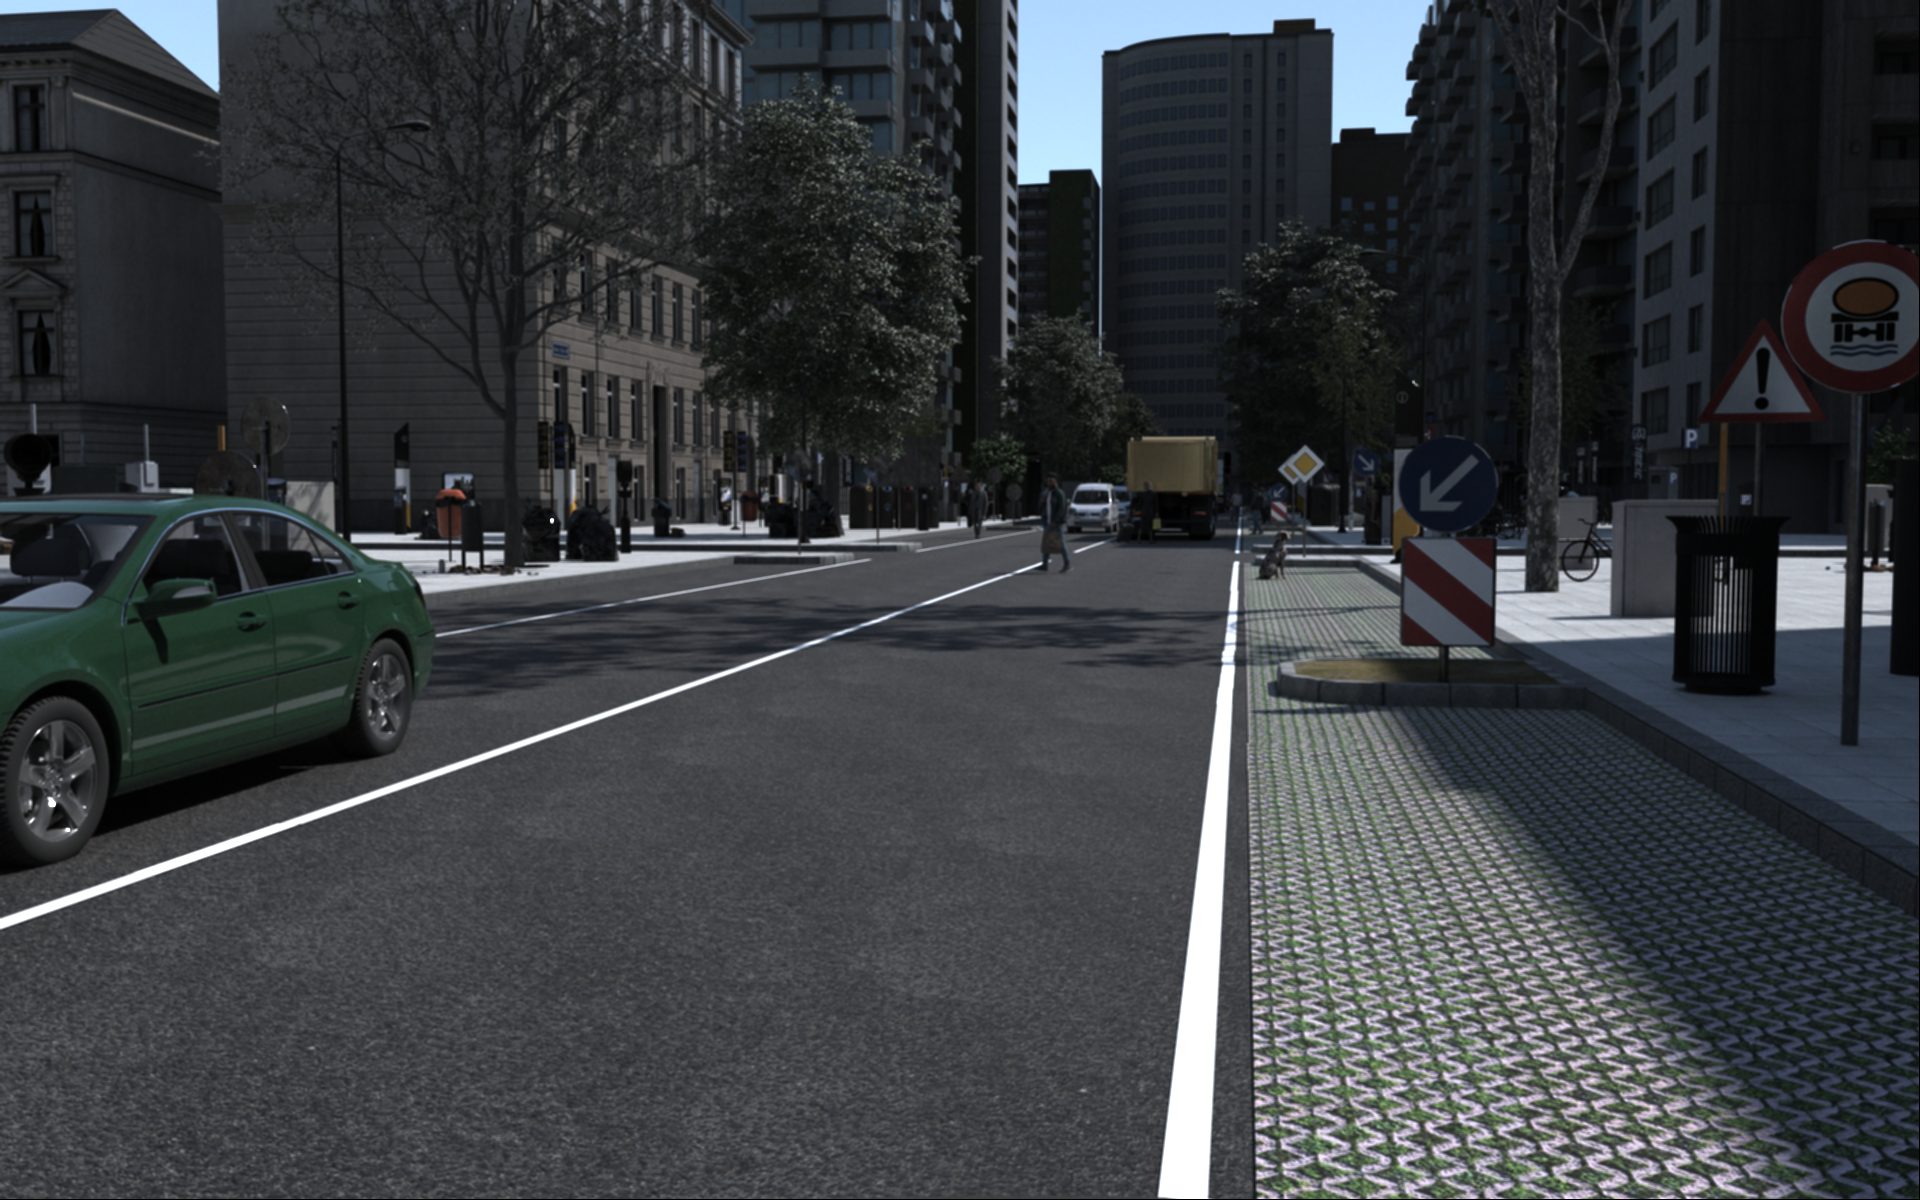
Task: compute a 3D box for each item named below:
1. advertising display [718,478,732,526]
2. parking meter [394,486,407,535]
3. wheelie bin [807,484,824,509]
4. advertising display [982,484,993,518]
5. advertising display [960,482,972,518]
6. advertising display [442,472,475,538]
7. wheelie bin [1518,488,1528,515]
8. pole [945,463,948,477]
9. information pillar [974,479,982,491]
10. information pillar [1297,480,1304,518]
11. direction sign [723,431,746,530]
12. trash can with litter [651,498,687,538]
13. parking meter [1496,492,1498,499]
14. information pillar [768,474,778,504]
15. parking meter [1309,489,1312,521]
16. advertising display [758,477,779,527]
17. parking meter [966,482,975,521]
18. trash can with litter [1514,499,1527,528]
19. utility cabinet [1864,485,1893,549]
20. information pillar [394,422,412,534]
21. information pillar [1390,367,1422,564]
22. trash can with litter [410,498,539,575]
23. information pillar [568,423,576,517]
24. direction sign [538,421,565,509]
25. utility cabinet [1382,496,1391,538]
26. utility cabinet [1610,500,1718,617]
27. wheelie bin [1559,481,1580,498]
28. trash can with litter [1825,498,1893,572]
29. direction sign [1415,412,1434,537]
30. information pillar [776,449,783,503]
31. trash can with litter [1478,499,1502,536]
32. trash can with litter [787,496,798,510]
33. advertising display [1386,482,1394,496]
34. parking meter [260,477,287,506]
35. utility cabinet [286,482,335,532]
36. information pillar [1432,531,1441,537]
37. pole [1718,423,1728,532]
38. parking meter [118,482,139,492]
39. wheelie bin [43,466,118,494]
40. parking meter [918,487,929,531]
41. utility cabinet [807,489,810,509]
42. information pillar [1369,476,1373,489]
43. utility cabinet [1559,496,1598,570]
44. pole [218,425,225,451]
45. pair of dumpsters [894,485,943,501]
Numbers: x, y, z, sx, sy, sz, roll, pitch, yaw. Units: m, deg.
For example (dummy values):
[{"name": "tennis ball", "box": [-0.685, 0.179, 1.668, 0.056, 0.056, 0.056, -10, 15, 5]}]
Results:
[{"name": "advertising display", "box": [-9.495, -3.959, 69.943, 0.123, 1.923, 0.974, 1, 4, 20]}, {"name": "parking meter", "box": [-17.668, -2.829, 54.671, 0.372, 1.533, 0.369, 0, 3, 0]}, {"name": "wheelie bin", "box": [-4.589, -2.978, 56.603, 0.693, 1.594, 0.980, 3, 4, 36]}, {"name": "advertising display", "box": [1.452, -5.346, 92.628, 0.974, 1.923, 0.123, 3, 4, 37]}, {"name": "advertising display", "box": [0.505, -5.396, 93.443, 0.974, 1.923, 0.123, 0, 4, -1]}, {"name": "advertising display", "box": [-14.747, -2.798, 50.953, 0.974, 1.923, 0.123, -3, 5, -41]}, {"name": "wheelie bin", "box": [29.617, -5.071, 90.813, 0.693, 1.594, 0.980, 1, 4, 20]}, {"name": "pole", "box": [-0.905, -7.323, 113.582, 0.158, 3.312, 0.155, 0, 3, 0]}, {"name": "information pillar", "box": [0.854, -4.740, 81.996, 0.304, 2.012, 0.304, -1, 4, -10]}, {"name": "information pillar", "box": [18.438, -6.239, 93.364, 0.504, 3.616, 0.183, -1, 4, -11]}, {"name": "direction sign", "box": [-8.061, -4.286, 62.078, 0.876, 3.537, 0.379, -2, 4, -33]}, {"name": "trash can with litter", "box": [-8.566, -2.428, 51.086, 1.055, 1.170, 0.624, 1, 4, 20]}, {"name": "parking meter", "box": [25.166, -4.641, 81.589, 0.255, 1.863, 0.399, 1, 4, 11]}, {"name": "information pillar", "box": [-6.948, -3.671, 64.505, 0.304, 2.012, 0.304, 0, 4, 7]}, {"name": "parking meter", "box": [16.733, -4.505, 82.073, 0.372, 1.533, 0.369, 0, 3, 0]}, {"name": "advertising display", "box": [-7.436, -3.796, 67.279, 0.123, 1.923, 0.974, 3, 5, 42]}, {"name": "parking meter", "box": [0.492, -4.640, 81.571, 0.399, 1.863, 0.255, 0, 3, 0]}, {"name": "trash can with litter", "box": [21.294, -3.288, 65.141, 1.055, 1.170, 0.624, -2, 4, -31]}, {"name": "utility cabinet", "box": [21.085, -1.922, 40.101, 1.173, 1.500, 0.318, -2, 4, -27]}, {"name": "information pillar", "box": [-18.072, -3.964, 56.171, 0.183, 3.616, 0.504, 3, 5, 44]}, {"name": "information pillar", "box": [8.226, -2.481, 31.913, 0.504, 3.616, 0.183, 2, 4, 33]}, {"name": "trash can with litter", "box": [-7.704, -1.027, 27.851, 2.233, 1.210, 1.678, 3, 5, 40]}, {"name": "information pillar", "box": [-12.858, -4.042, 57.446, 0.183, 3.616, 0.504, 0, 4, 4]}, {"name": "direction sign", "box": [-12.719, -3.790, 53.965, 0.876, 3.537, 0.379, 1, 4, 12]}, {"name": "utility cabinet", "box": [12.737, -2.408, 50.537, 1.020, 1.237, 0.306, 3, 4, 38]}, {"name": "utility cabinet", "box": [7.390, -0.431, 18.203, 1.020, 1.237, 0.306, 0, 4, -6]}, {"name": "wheelie bin", "box": [14.323, -2.052, 41.452, 0.980, 1.594, 0.693, 1, 4, 22]}, {"name": "trash can with litter", "box": [15.483, -1.103, 29.090, 1.678, 1.210, 2.233, 2, 4, 24]}, {"name": "direction sign", "box": [12.560, -3.403, 47.629, 0.876, 3.537, 0.379, 1, 4, 10]}, {"name": "information pillar", "box": [-7.482, -4.917, 71.739, 0.183, 3.616, 0.504, 1, 4, 19]}, {"name": "trash can with litter", "box": [16.368, -2.584, 53.641, 0.624, 1.170, 1.055, 2, 4, 31]}, {"name": "trash can with litter", "box": [-8.420, -4.604, 86.663, 0.624, 1.170, 1.055, -1, 4, -12]}, {"name": "advertising display", "box": [23.936, -5.524, 95.527, 0.974, 1.923, 0.123, -2, 4, -25]}, {"name": "parking meter", "box": [-10.198, -1.061, 25.753, 0.372, 1.533, 0.369, 0, 3, 0]}, {"name": "utility cabinet", "box": [-11.769, -1.372, 31.104, 0.318, 1.500, 1.173, 1, 4, 22]}, {"name": "information pillar", "box": [12.332, -2.440, 44.387, 0.304, 2.012, 0.304, -3, 5, -42]}, {"name": "pole", "box": [18.012, -2.878, 40.897, 0.158, 3.312, 0.155, 0, 3, 0]}, {"name": "parking meter", "box": [-17.242, -1.684, 35.939, 0.372, 1.533, 0.369, 0, 3, 0]}, {"name": "wheelie bin", "box": [-9.817, -0.704, 19.413, 0.980, 1.594, 0.693, -1, 4, -18]}, {"name": "parking meter", "box": [-1.273, -3.194, 60.631, 0.372, 1.533, 0.369, 0, 3, 0]}, {"name": "utility cabinet", "box": [-6.537, -4.401, 80.633, 1.173, 1.500, 0.318, -1, 4, -10]}, {"name": "information pillar", "box": [16.530, -4.024, 70.290, 0.304, 2.012, 0.304, -3, 5, -44]}, {"name": "utility cabinet", "box": [10.167, -1.110, 29.306, 1.020, 1.237, 0.306, 1, 4, 9]}, {"name": "pole", "box": [-21.956, -3.530, 51.552, 0.158, 3.312, 0.155, 0, 3, 0]}, {"name": "pair of dumpsters", "box": [-1.875, -4.485, 75.822, 1.574, 2.255, 4.437, 1, 4, 9]}]
